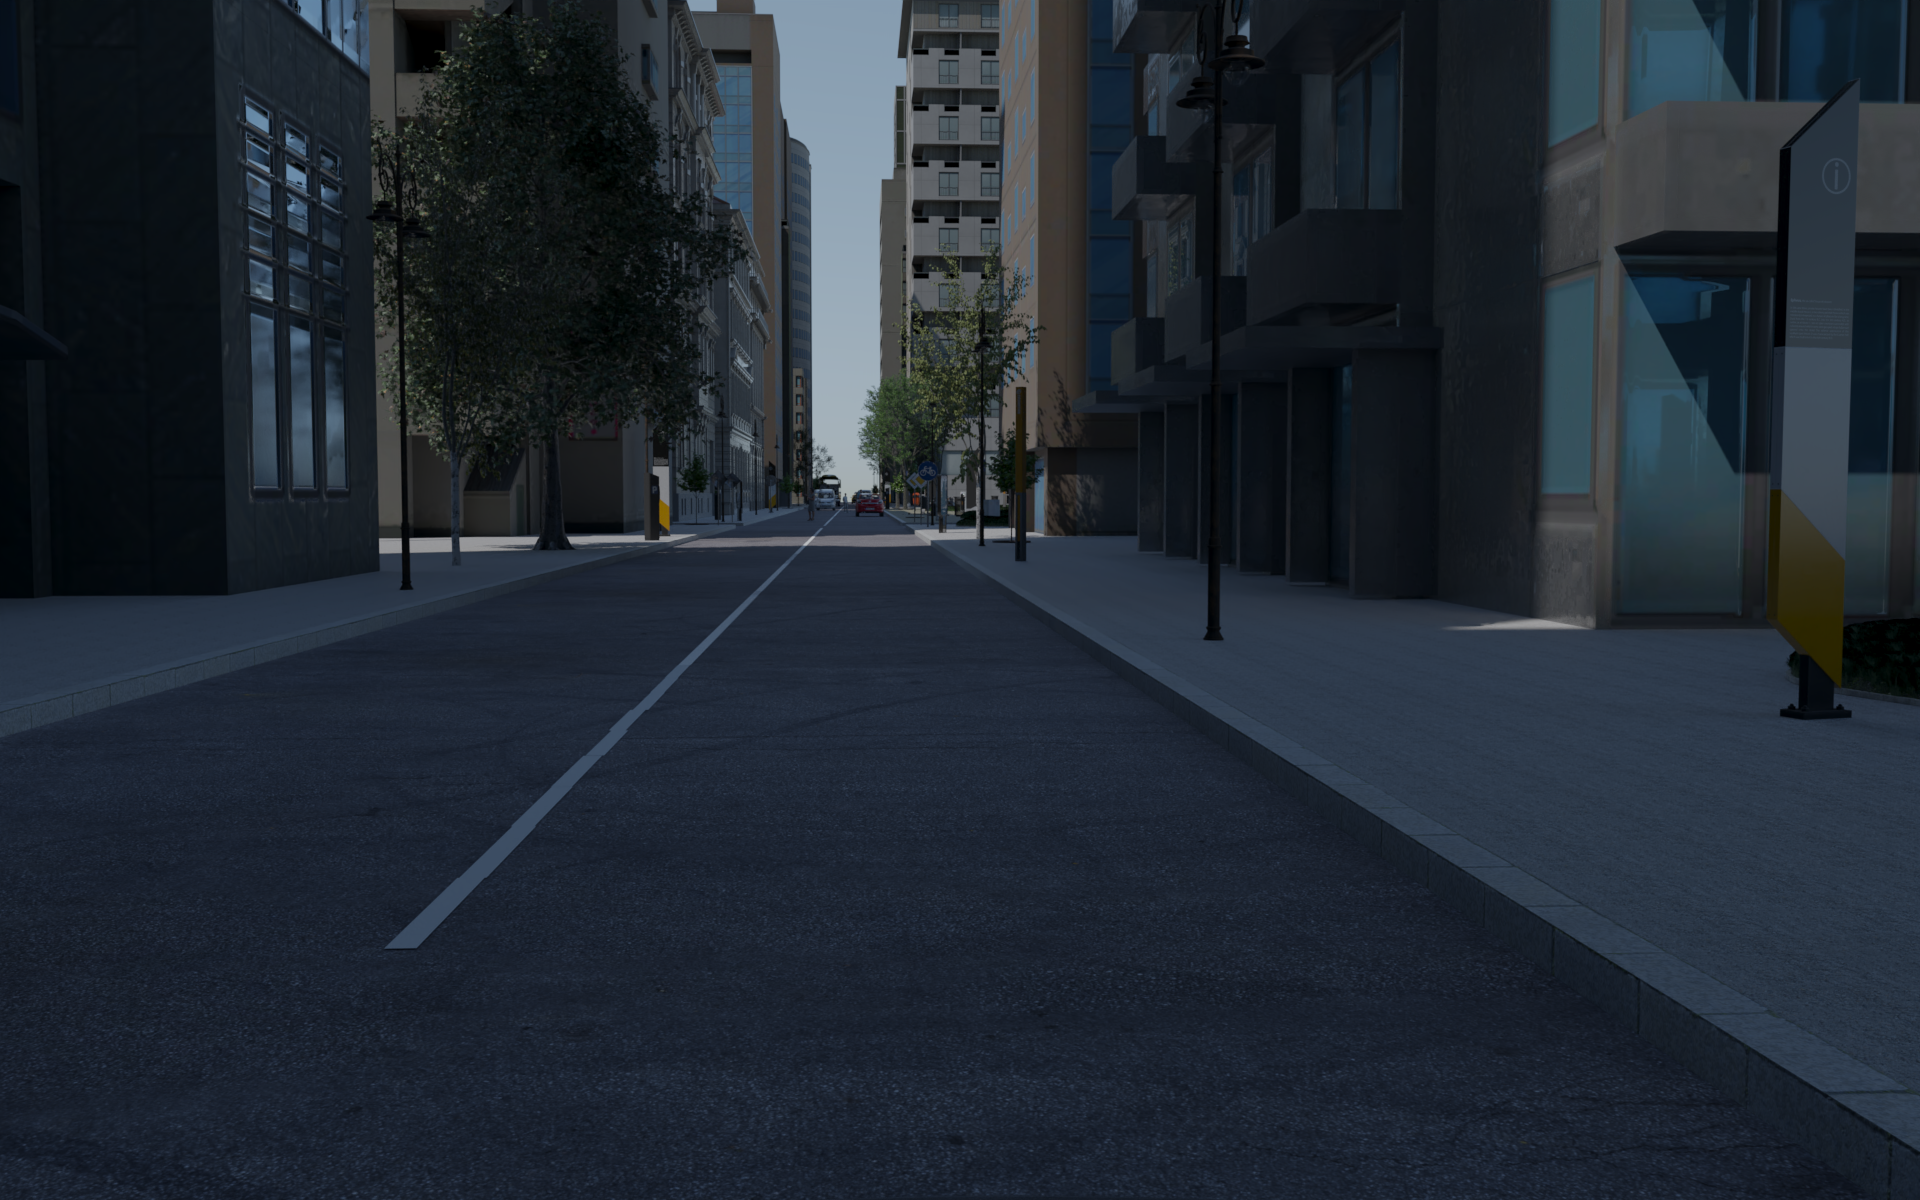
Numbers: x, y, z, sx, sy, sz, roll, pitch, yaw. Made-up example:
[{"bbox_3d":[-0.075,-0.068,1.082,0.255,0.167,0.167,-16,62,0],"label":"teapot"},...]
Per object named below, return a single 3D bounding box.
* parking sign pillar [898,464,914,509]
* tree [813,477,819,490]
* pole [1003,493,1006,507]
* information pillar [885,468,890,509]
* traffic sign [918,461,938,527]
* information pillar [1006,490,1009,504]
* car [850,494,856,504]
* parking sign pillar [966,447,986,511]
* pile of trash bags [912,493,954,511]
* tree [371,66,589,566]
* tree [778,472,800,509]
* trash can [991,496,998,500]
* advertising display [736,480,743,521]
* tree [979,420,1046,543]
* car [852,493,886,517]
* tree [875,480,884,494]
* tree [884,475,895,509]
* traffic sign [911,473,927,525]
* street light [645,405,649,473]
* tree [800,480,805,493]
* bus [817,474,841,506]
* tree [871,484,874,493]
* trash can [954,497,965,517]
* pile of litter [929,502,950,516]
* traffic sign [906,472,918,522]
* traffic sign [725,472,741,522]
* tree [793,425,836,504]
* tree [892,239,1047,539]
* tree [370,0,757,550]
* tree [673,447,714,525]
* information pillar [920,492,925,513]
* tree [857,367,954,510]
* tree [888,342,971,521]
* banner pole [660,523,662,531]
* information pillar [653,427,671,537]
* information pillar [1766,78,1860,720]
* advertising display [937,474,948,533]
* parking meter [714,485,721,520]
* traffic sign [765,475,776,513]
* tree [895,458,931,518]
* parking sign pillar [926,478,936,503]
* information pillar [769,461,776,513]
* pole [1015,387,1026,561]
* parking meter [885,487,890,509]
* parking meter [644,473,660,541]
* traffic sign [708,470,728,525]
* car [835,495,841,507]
[{"bbox_3d":[-4.485,-9.652,146.287,1.447,3.967,1.447,0,4,6],"label":"parking sign pillar"},{"bbox_3d":[-25.688,-20.061,311.710,4.285,4.588,4.351,0,3,0],"label":"tree"},{"bbox_3d":[3.033,-7.593,117.986,0.158,3.312,0.155,0,3,0],"label":"pole"},{"bbox_3d":[-6.424,-9.918,153.518,0.504,3.616,0.183,-1,4,-10],"label":"information pillar"},{"bbox_3d":[-1.245,-4.090,66.983,0.768,2.556,0.104,0,3,0],"label":"traffic sign"},{"bbox_3d":[4.017,-8.567,144.561,0.304,2.012,0.304,1,4,18],"label":"information pillar"},{"bbox_3d":[-15.339,-15.159,258.078,2.015,1.641,3.980,0,4,-4],"label":"car"},{"bbox_3d":[0.885,-6.620,96.715,1.447,3.967,1.447,-2,4,-35],"label":"parking sign pillar"},{"bbox_3d":[-1.956,-7.462,131.748,3.447,1.369,1.912,1,4,11],"label":"pile of trash bags"},{"bbox_3d":[-8.820,-4.927,30.923,4.360,8.622,3.978,0,3,0],"label":"tree"},{"bbox_3d":[-15.347,-9.678,152.828,1.663,3.219,1.824,0,3,0],"label":"tree"},{"bbox_3d":[3.101,-8.734,154.454,0.748,1.137,0.748,0,3,0],"label":"trash can"},{"bbox_3d":[-10.509,-4.728,82.518,0.123,1.923,0.974,-1,4,-17],"label":"advertising display"},{"bbox_3d":[1.382,-3.115,45.525,1.663,3.219,1.824,0,3,0],"label":"tree"},{"bbox_3d":[-5.799,-6.225,110.812,2.155,1.783,4.494,0,4,-4],"label":"car"},{"bbox_3d":[-8.343,-12.624,201.001,1.663,3.219,1.824,0,3,0],"label":"tree"},{"bbox_3d":[-5.179,-9.510,150.083,1.663,3.219,1.824,0,3,0],"label":"tree"},{"bbox_3d":[-1.605,-4.138,71.307,0.795,2.450,0.064,0,4,-3],"label":"traffic sign"},{"bbox_3d":[-9.002,-4.707,49.739,0.468,5.910,1.993,0,4,-3],"label":"street light"},{"bbox_3d":[-17.547,-11.675,185.480,1.663,3.219,1.824,0,3,0],"label":"tree"},{"bbox_3d":[-16.534,-13.988,220.252,2.896,3.916,12.252,0,4,-2],"label":"bus"},{"bbox_3d":[-14.936,-18.990,305.089,1.663,3.219,1.824,0,3,0],"label":"tree"},{"bbox_3d":[-0.016,-5.341,98.973,0.748,1.137,0.748,0,3,0],"label":"trash can"},{"bbox_3d":[-1.306,-5.331,101.133,1.176,0.858,1.719,-3,4,-37],"label":"pile of litter"},{"bbox_3d":[-2.082,-4.626,79.277,0.795,2.450,0.064,0,4,-3],"label":"traffic sign"},{"bbox_3d":[-10.363,-4.597,78.804,0.795,2.450,0.064,0,4,-3],"label":"traffic sign"},{"bbox_3d":[-20.709,-18.150,231.170,8.767,10.594,7.601,-1,4,-11],"label":"tree"},{"bbox_3d":[0.298,-6.060,49.439,4.737,8.622,4.395,0,3,0],"label":"tree"},{"bbox_3d":[-9.465,-7.502,39.671,9.611,12.733,9.660,0,3,0],"label":"tree"},{"bbox_3d":[-10.992,-4.742,72.140,1.663,3.219,1.824,0,3,0],"label":"tree"},{"bbox_3d":[-2.500,-6.846,116.421,0.304,2.012,0.304,0,4,-5],"label":"information pillar"},{"bbox_3d":[-4.282,-13.111,140.124,9.928,11.665,9.643,0,3,0],"label":"tree"},{"bbox_3d":[-1.200,-8.124,83.191,4.360,8.622,3.978,0,3,0],"label":"tree"},{"bbox_3d":[-10.206,-4.255,59.583,0.401,3.779,0.863,-3,4,-37],"label":"banner pole"},{"bbox_3d":[-9.013,-3.728,52.305,0.504,3.616,0.183,-1,4,-10],"label":"information pillar"},{"bbox_3d":[4.842,-1.130,9.825,0.504,3.616,0.183,-1,4,-18],"label":"information pillar"},{"bbox_3d":[-0.575,-3.181,57.224,0.123,1.923,0.974,1,4,13],"label":"advertising display"},{"bbox_3d":[-12.005,-4.901,85.840,0.255,1.863,0.399,1,4,8],"label":"parking meter"},{"bbox_3d":[-12.699,-7.095,116.113,0.768,2.556,0.104,0,4,0],"label":"traffic sign"},{"bbox_3d":[-2.396,-6.027,93.136,1.663,3.219,1.824,0,3,0],"label":"tree"},{"bbox_3d":[-2.725,-10.051,152.801,1.447,3.967,1.447,0,4,2],"label":"parking sign pillar"},{"bbox_3d":[-13.055,-7.887,120.300,0.504,3.616,0.183,-1,4,-9],"label":"information pillar"},{"bbox_3d":[1.159,-2.394,32.991,0.158,3.312,0.155,0,3,0],"label":"pole"},{"bbox_3d":[-6.190,-8.675,147.548,0.399,1.863,0.255,0,4,2],"label":"parking meter"},{"bbox_3d":[-8.490,-2.572,47.756,0.255,1.863,0.399,3,4,39],"label":"parking meter"},{"bbox_3d":[-9.885,-4.110,70.833,0.795,2.450,0.064,0,4,-3],"label":"traffic sign"},{"bbox_3d":[-14.598,-11.378,198.606,1.945,1.354,3.894,0,4,-4],"label":"car"}]
